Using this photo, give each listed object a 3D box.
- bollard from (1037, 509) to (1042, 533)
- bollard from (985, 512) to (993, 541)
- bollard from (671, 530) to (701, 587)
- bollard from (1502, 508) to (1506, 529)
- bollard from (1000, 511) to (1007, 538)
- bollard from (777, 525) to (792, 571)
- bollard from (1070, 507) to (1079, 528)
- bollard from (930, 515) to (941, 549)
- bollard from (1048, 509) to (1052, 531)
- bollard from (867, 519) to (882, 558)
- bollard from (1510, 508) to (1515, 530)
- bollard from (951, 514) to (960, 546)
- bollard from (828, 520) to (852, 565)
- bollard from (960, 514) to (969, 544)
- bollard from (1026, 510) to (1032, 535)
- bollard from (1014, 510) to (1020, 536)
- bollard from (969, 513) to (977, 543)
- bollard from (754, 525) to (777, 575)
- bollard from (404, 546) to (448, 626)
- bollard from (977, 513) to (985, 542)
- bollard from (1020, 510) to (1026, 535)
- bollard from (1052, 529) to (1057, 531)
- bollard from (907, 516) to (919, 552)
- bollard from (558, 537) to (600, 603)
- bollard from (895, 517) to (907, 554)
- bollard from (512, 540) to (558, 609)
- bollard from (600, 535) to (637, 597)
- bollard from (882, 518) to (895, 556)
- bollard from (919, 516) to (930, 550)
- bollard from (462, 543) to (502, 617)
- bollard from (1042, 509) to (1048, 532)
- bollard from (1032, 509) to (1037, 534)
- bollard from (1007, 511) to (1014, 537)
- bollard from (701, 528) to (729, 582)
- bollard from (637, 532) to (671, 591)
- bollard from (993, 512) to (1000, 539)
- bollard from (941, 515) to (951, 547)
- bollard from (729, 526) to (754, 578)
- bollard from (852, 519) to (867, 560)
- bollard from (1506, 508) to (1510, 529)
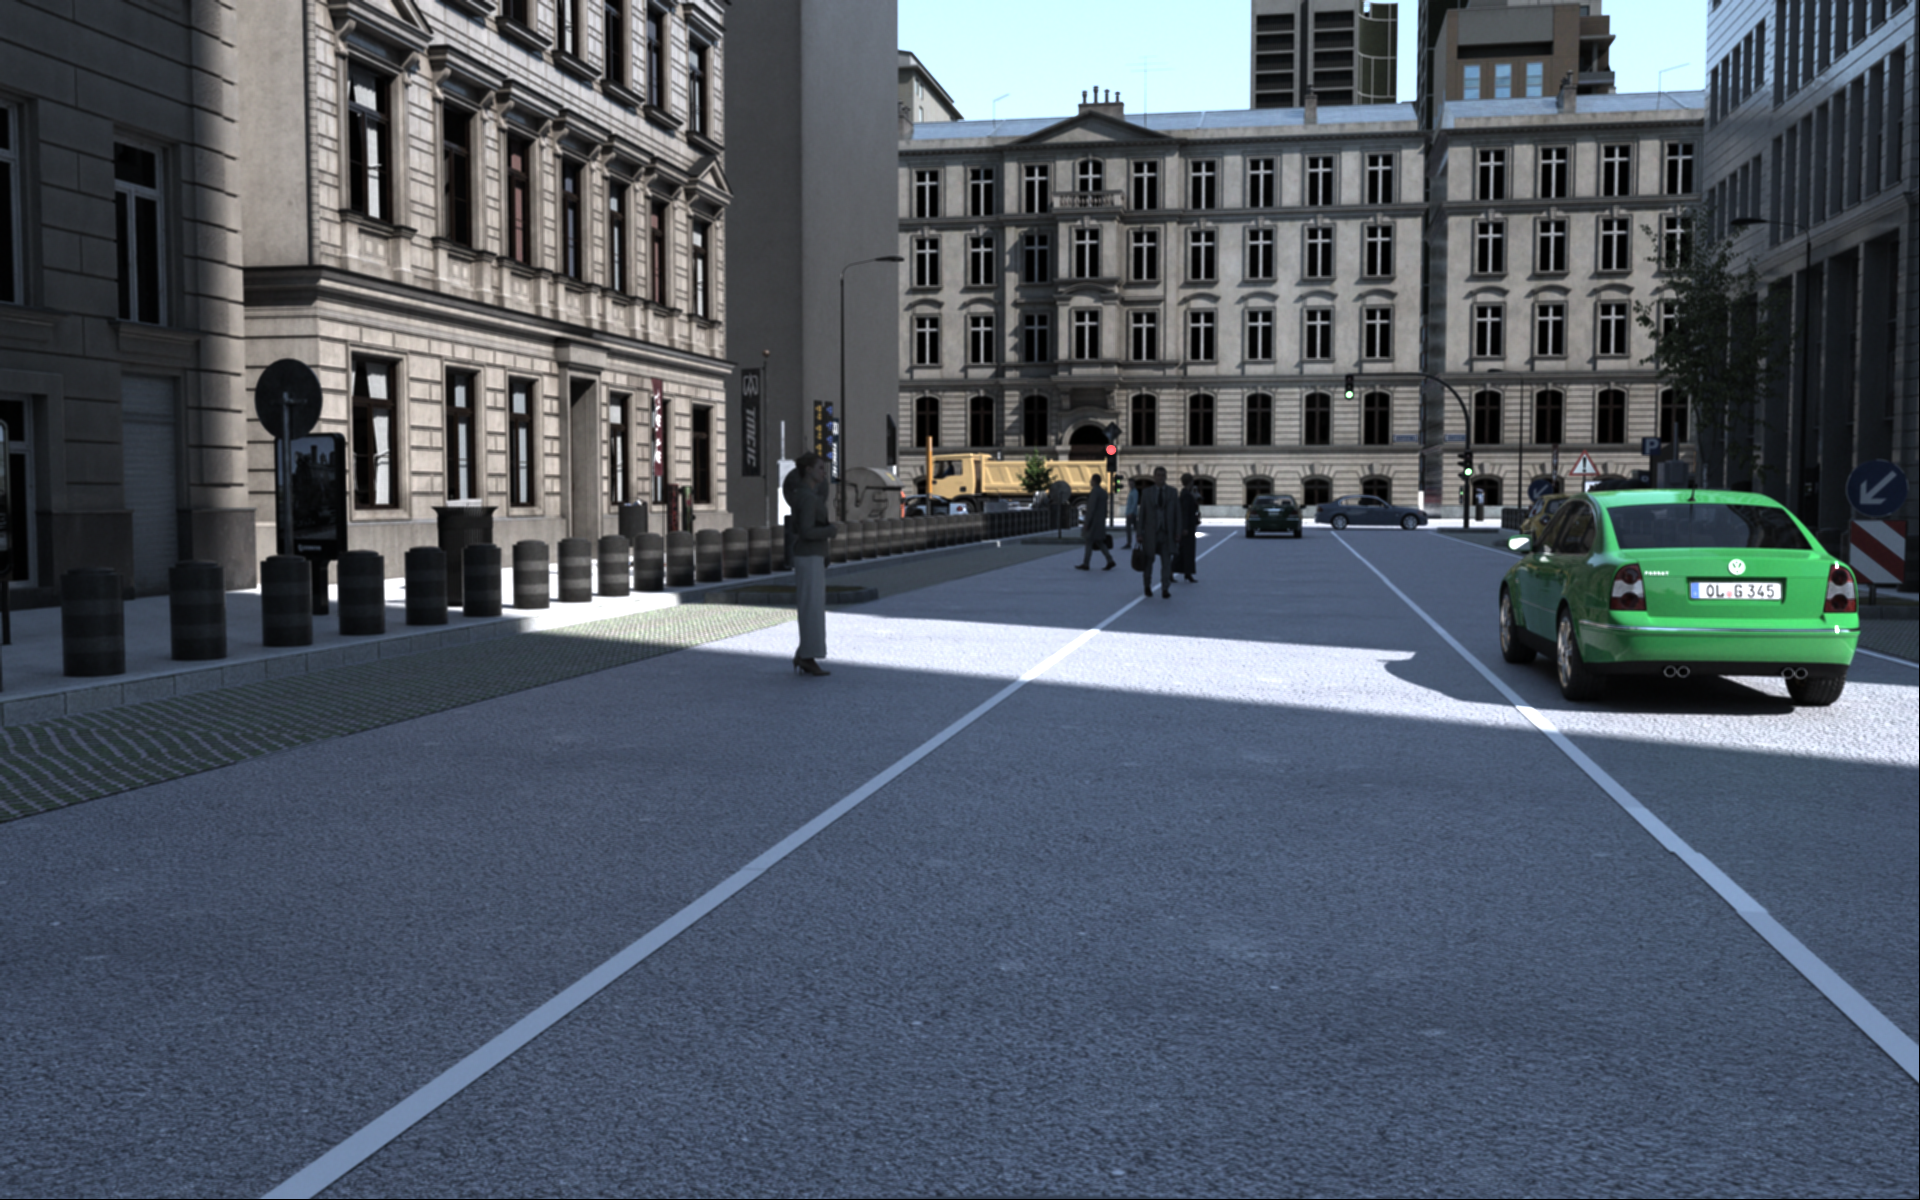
[{"bbox_3d":[2.418,-2.609,57.369,0.404,0.777,0.398,0,3,0],"label":"bollard"},{"bbox_3d":[0.610,-2.027,47.863,0.404,0.777,0.398,0,3,0],"label":"bollard"},{"bbox_3d":[-3.908,-0.578,24.172,0.404,0.777,0.398,0,3,0],"label":"bollard"},{"bbox_3d":[20.377,-3.018,64.067,0.404,0.777,0.398,0,3,0],"label":"bollard"},{"bbox_3d":[1.062,-2.172,50.231,0.404,0.777,0.398,0,3,0],"label":"bollard"},{"bbox_3d":[-2.999,-0.869,28.921,0.404,0.777,0.398,0,3,0],"label":"bollard"},{"bbox_3d":[4.461,-3.262,68.058,0.404,0.777,0.398,0,3,0],"label":"bollard"},{"bbox_3d":[-0.745,-1.592,40.745,0.404,0.777,0.398,0,3,0],"label":"bollard"},{"bbox_3d":[2.876,-2.754,59.743,0.404,0.777,0.398,0,3,0],"label":"bollard"},{"bbox_3d":[-1.870,-1.230,34.833,0.404,0.777,0.398,0,3,0],"label":"bollard"},{"bbox_3d":[19.923,-2.874,61.707,0.404,0.777,0.398,0,3,0],"label":"bollard"},{"bbox_3d":[-0.292,-1.737,43.113,0.404,0.777,0.398,0,3,0],"label":"bollard"},{"bbox_3d":[-2.324,-1.086,32.473,0.404,0.777,0.398,0,3,0],"label":"bollard"},{"bbox_3d":[-0.066,-1.809,44.293,0.404,0.777,0.398,0,3,0],"label":"bollard"},{"bbox_3d":[1.968,-2.463,54.981,0.404,0.777,0.398,0,3,0],"label":"bollard"},{"bbox_3d":[1.513,-2.317,52.607,0.404,0.777,0.398,0,3,0],"label":"bollard"},{"bbox_3d":[0.155,-1.881,45.475,0.404,0.777,0.398,0,3,0],"label":"bollard"},{"bbox_3d":[-3.225,-0.797,27.741,0.404,0.777,0.398,0,3,0],"label":"bollard"},{"bbox_3d":[-5.258,-0.143,17.063,0.404,0.777,0.398,0,3,0],"label":"bollard"},{"bbox_3d":[0.382,-1.954,46.657,0.404,0.777,0.398,0,3,0],"label":"bollard"},{"bbox_3d":[1.740,-2.390,53.799,0.404,0.777,0.398,0,3,0],"label":"bollard"},{"bbox_3d":[3.103,-2.826,60.925,0.404,0.777,0.398,0,3,0],"label":"bollard"},{"bbox_3d":[-1.197,-1.447,38.378,0.404,0.777,0.398,0,3,0],"label":"bollard"},{"bbox_3d":[-4.584,-0.360,20.608,0.404,0.777,0.398,0,3,0],"label":"bollard"},{"bbox_3d":[-1.424,-1.375,37.195,0.404,0.777,0.398,0,3,0],"label":"bollard"},{"bbox_3d":[-4.810,-0.288,19.425,0.404,0.777,0.398,0,3,0],"label":"bollard"},{"bbox_3d":[-4.360,-0.433,21.790,0.404,0.777,0.398,0,3,0],"label":"bollard"},{"bbox_3d":[-1.644,-1.303,36.013,0.404,0.777,0.398,0,3,0],"label":"bollard"},{"bbox_3d":[-0.972,-1.519,39.558,0.404,0.777,0.398,0,3,0],"label":"bollard"},{"bbox_3d":[-5.034,-0.216,18.243,0.404,0.777,0.398,0,3,0],"label":"bollard"},{"bbox_3d":[2.648,-2.681,58.551,0.404,0.777,0.398,0,3,0],"label":"bollard"},{"bbox_3d":[2.193,-2.535,56.164,0.404,0.777,0.398,0,3,0],"label":"bollard"},{"bbox_3d":[1.288,-2.244,51.411,0.404,0.777,0.398,0,3,0],"label":"bollard"},{"bbox_3d":[-3.682,-0.651,25.358,0.404,0.777,0.398,0,3,0],"label":"bollard"},{"bbox_3d":[-4.134,-0.506,22.984,0.404,0.777,0.398,0,3,0],"label":"bollard"},{"bbox_3d":[0.837,-2.100,49.050,0.404,0.777,0.398,0,3,0],"label":"bollard"},{"bbox_3d":[-0.519,-1.665,41.933,0.404,0.777,0.398,0,3,0],"label":"bollard"},{"bbox_3d":[-3.449,-0.724,26.560,0.404,0.777,0.398,0,3,0],"label":"bollard"},{"bbox_3d":[-2.100,-1.158,33.654,0.404,0.777,0.398,0,3,0],"label":"bollard"},{"bbox_3d":[20.150,-2.946,62.887,0.404,0.777,0.398,0,3,0],"label":"bollard"}]
